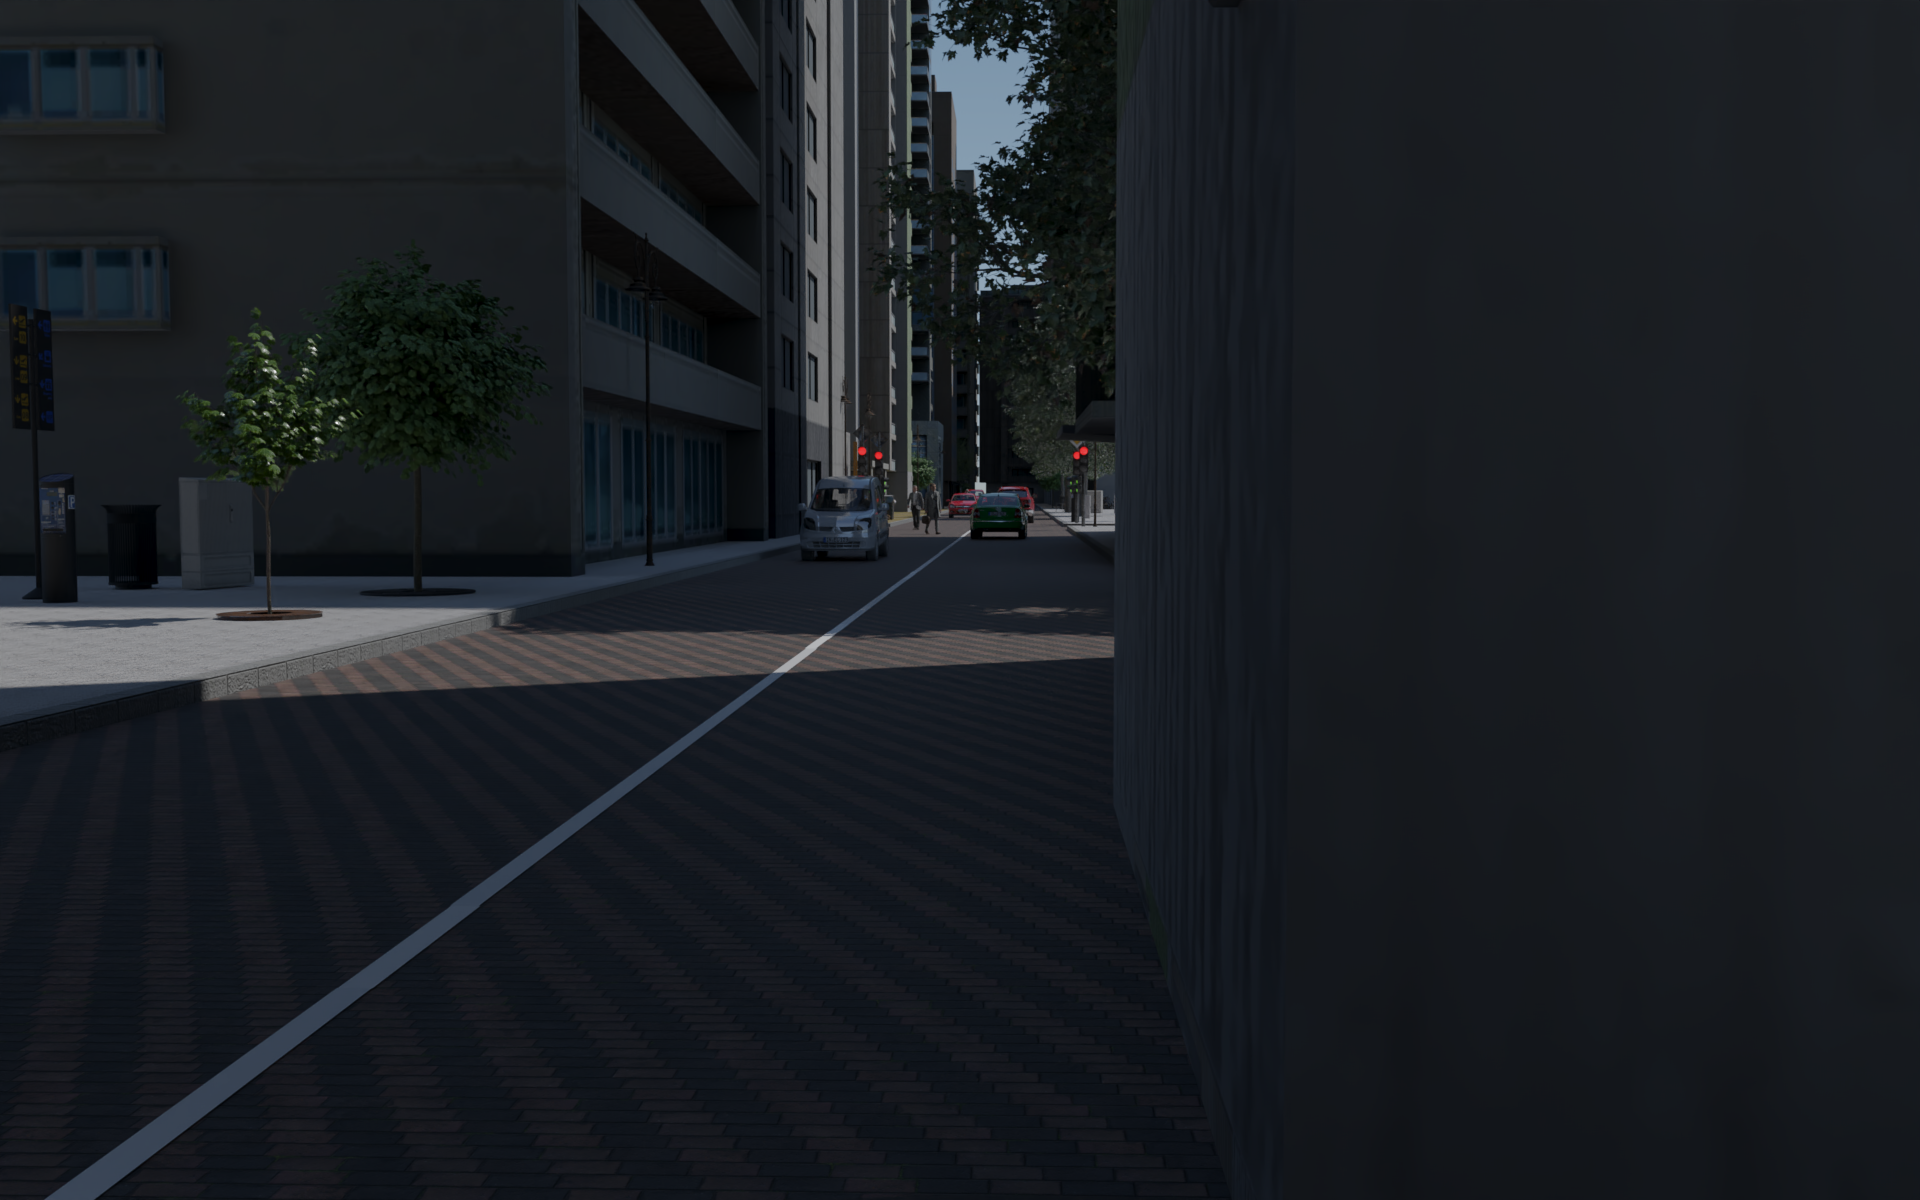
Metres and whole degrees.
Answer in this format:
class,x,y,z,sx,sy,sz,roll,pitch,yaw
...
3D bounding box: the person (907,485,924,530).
class,x,y,z,sx,sy,sz,roll,pitch,yaw
person,-1.786,-3.693,69.276,0.661,1.777,0.834,0,4,1

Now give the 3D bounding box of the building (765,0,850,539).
class,x,y,z,sx,sy,sz,roll,pitch,yaw
building,-15.079,-37.901,57.940,20.611,71.187,20.563,0,4,2

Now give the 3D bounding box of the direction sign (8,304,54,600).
class,x,y,z,sx,sy,sz,roll,pitch,yaw
direction sign,-11.277,-1.781,21.109,0.379,3.537,0.876,0,4,1

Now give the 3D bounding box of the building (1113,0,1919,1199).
class,x,y,z,sx,sy,sz,roll,pitch,yaw
building,7.779,-19.852,8.178,14.154,41.232,14.086,0,4,2

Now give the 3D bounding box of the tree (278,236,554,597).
class,x,y,z,sx,sy,sz,roll,pitch,yaw
tree,-6.935,-2.352,22.171,4.285,4.588,4.351,0,3,0

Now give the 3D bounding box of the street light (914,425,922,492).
class,x,y,z,sx,sy,sz,roll,pitch,yaw
street light,-2.770,-8.620,113.730,0.468,5.910,1.993,0,4,2

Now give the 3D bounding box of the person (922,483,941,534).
class,x,y,z,sx,sy,sz,roll,pitch,yaw
person,-0.971,-3.243,61.630,0.694,1.812,0.767,-2,4,-27

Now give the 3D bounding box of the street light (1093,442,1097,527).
class,x,y,z,sx,sy,sz,roll,pitch,yaw
street light,5.292,-5.803,67.674,0.468,5.910,1.993,0,4,2

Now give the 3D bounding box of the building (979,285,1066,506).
class,x,y,z,sx,sy,sz,roll,pitch,yaw
building,9.646,-28.776,242.183,14.107,30.474,14.160,0,4,2

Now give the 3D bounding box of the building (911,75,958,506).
class,x,y,z,sx,sy,sz,roll,pitch,yaw
building,-7.523,-32.998,189.626,14.600,45.320,14.200,0,4,2

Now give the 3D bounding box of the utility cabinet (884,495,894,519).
class,x,y,z,sx,sy,sz,roll,pitch,yaw
utility cabinet,-3.860,-4.669,87.504,1.020,1.237,0.306,-2,4,-24

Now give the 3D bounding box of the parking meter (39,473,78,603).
class,x,y,z,sx,sy,sz,roll,pitch,yaw
parking meter,-10.657,-0.738,20.470,0.372,1.533,0.369,0,3,0

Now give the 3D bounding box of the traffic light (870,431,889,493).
class,x,y,z,sx,sy,sz,roll,pitch,yaw
traffic light,-3.564,-5.374,76.788,0.839,4.253,0.868,0,4,2

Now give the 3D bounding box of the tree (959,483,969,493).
class,x,y,z,sx,sy,sz,roll,pitch,yaw
tree,0.372,-14.367,229.494,1.663,3.219,1.824,0,3,0

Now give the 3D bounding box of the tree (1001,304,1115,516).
class,x,y,z,sx,sy,sz,roll,pitch,yaw
tree,7.587,-13.043,119.914,9.857,13.997,8.962,0,3,0

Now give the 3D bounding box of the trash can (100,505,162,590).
class,x,y,z,sx,sy,sz,roll,pitch,yaw
trash can,-11.181,-0.719,23.401,0.748,1.137,0.748,0,3,0

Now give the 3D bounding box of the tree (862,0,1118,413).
class,x,y,z,sx,sy,sz,roll,pitch,yaw
tree,3.943,-6.499,23.273,9.611,12.733,9.660,0,3,0

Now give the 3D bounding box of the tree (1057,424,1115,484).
class,x,y,z,sx,sy,sz,roll,pitch,yaw
tree,8.358,-10.916,128.846,4.737,8.622,4.395,0,3,0

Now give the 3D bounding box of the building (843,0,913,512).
class,x,y,z,sx,sy,sz,roll,pitch,yaw
building,-10.792,-26.730,120.622,14.154,41.232,14.086,0,4,2

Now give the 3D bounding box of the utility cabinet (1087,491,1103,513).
class,x,y,z,sx,sy,sz,roll,pitch,yaw
utility cabinet,8.782,-6.432,113.838,1.173,1.500,0.318,2,4,28

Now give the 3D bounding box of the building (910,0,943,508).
class,x,y,z,sx,sy,sz,roll,pitch,yaw
building,-12.538,-52.190,165.970,22.319,86.520,31.000,0,4,2

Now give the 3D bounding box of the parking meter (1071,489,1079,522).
class,x,y,z,sx,sy,sz,roll,pitch,yaw
parking meter,5.254,-4.316,78.983,0.372,1.533,0.369,0,3,0

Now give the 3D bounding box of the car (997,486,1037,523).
class,x,y,z,sx,sy,sz,roll,pitch,yaw
car,2.692,-4.757,86.458,2.281,1.827,5.304,0,4,3

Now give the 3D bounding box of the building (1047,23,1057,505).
class,x,y,z,sx,sy,sz,roll,pitch,yaw
building,21.311,-40.996,212.289,21.231,58.520,28.212,0,4,2

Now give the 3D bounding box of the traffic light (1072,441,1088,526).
class,x,y,z,sx,sy,sz,roll,pitch,yaw
traffic light,4.865,-4.869,68.523,0.839,4.253,0.868,0,4,2

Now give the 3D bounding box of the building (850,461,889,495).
class,x,y,z,sx,sy,sz,roll,pitch,yaw
building,-20.407,-24.593,93.980,32.217,40.220,23.993,0,4,2

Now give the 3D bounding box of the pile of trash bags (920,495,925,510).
class,x,y,z,sx,sy,sz,roll,pitch,yaw
pile of trash bags,-3.356,-7.851,138.109,1.912,1.369,3.447,2,4,30

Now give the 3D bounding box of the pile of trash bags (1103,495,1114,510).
class,x,y,z,sx,sy,sz,roll,pitch,yaw
pile of trash bags,12.946,-8.284,145.190,1.912,1.369,3.447,1,4,20

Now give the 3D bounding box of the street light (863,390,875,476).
class,x,y,z,sx,sy,sz,roll,pitch,yaw
street light,-4.031,-6.377,77.048,0.468,5.910,1.993,0,4,2

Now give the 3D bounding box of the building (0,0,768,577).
class,x,y,z,sx,sy,sz,roll,pitch,yaw
building,-16.288,-25.226,36.143,21.300,48.544,21.600,0,4,2

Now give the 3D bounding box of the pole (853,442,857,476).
class,x,y,z,sx,sy,sz,roll,pitch,yaw
pole,-4.067,-4.497,67.369,0.158,3.312,0.155,0,3,0

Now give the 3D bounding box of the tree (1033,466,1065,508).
class,x,y,z,sx,sy,sz,roll,pitch,yaw
tree,8.243,-10.498,155.356,4.285,4.588,4.351,0,3,0

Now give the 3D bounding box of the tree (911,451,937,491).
class,x,y,z,sx,sy,sz,roll,pitch,yaw
tree,-3.424,-9.001,130.884,4.285,4.588,4.351,0,3,0

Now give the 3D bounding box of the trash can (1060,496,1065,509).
class,x,y,z,sx,sy,sz,roll,pitch,yaw
trash can,8.613,-8.104,144.156,0.748,1.137,0.748,0,3,0

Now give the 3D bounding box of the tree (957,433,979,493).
class,x,y,z,sx,sy,sz,roll,pitch,yaw
tree,0.185,-15.320,200.837,4.737,8.622,4.395,0,3,0

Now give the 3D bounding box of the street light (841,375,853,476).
class,x,y,z,sx,sy,sz,roll,pitch,yaw
street light,-4.434,-5.762,66.995,0.468,5.910,1.993,0,4,2

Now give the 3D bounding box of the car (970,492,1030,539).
class,x,y,z,sx,sy,sz,roll,pitch,yaw
car,1.300,-2.925,56.616,1.959,1.807,4.718,0,4,3

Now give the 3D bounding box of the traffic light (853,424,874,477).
class,x,y,z,sx,sy,sz,roll,pitch,yaw
traffic light,-3.841,-4.886,68.808,0.839,4.253,0.868,0,4,2

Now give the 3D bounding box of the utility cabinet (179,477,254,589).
class,x,y,z,sx,sy,sz,roll,pitch,yaw
utility cabinet,-10.100,-0.912,23.585,0.318,1.500,1.173,1,4,12

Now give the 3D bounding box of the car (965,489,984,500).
class,x,y,z,sx,sy,sz,roll,pitch,yaw
car,1.148,-7.923,138.209,2.281,1.827,5.304,0,4,0

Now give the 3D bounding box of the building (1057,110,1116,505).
class,x,y,z,sx,sy,sz,roll,pitch,yaw
building,23.929,-35.475,169.249,28.713,52.752,27.495,0,4,2

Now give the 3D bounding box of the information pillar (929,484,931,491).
class,x,y,z,sx,sy,sz,roll,pitch,yaw
information pillar,-1.955,-7.130,121.065,0.304,2.012,0.304,1,4,13

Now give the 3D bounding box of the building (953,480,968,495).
class,x,y,z,sx,sy,sz,roll,pitch,yaw
building,-13.727,-34.374,216.646,28.867,44.769,22.147,0,4,2

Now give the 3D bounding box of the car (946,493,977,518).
class,x,y,z,sx,sy,sz,roll,pitch,yaw
car,0.243,-5.858,104.811,2.155,1.783,4.494,0,4,2

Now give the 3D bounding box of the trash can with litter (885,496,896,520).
class,x,y,z,sx,sy,sz,roll,pitch,yaw
trash can with litter,-3.524,-4.524,85.347,0.624,1.170,1.055,0,4,4

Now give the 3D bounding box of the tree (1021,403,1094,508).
class,x,y,z,sx,sy,sz,roll,pitch,yaw
tree,8.348,-14.052,147.871,7.486,12.596,7.792,0,3,0

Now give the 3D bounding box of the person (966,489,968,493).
class,x,y,z,sx,sy,sz,roll,pitch,yaw
person,0.545,-6.993,123.241,0.834,1.777,0.661,-1,4,-18

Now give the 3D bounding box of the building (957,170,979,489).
class,x,y,z,sx,sy,sz,roll,pitch,yaw
building,-8.242,-38.064,246.052,21.600,48.544,21.300,0,4,2

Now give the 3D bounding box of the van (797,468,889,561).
class,x,y,z,sx,sy,sz,roll,pitch,yaw
van,-2.533,-1.927,38.511,2.013,2.044,4.112,0,4,2

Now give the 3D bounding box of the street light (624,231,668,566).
class,x,y,z,sx,sy,sz,roll,pitch,yaw
street light,-5.546,-3.547,30.780,0.468,5.910,1.993,0,4,2

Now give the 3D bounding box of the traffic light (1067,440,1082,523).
class,x,y,z,sx,sy,sz,roll,pitch,yaw
traffic light,5.142,-5.357,76.503,0.839,4.253,0.868,0,4,2

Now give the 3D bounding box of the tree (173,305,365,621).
class,x,y,z,sx,sy,sz,roll,pitch,yaw
tree,-7.299,-1.425,17.900,1.663,3.219,1.824,0,3,0

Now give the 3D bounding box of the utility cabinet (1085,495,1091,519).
class,x,y,z,sx,sy,sz,roll,pitch,yaw
utility cabinet,6.730,-4.902,91.314,0.306,1.237,1.020,0,4,7

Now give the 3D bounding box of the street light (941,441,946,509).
class,x,y,z,sx,sy,sz,roll,pitch,yaw
street light,-1.444,-10.855,150.272,0.468,5.910,1.993,0,4,2

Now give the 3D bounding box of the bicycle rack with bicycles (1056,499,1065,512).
class,x,y,z,sx,sy,sz,roll,pitch,yaw
bicycle rack with bicycles,8.211,-6.870,125.710,2.852,0.926,2.925,-2,4,-24
